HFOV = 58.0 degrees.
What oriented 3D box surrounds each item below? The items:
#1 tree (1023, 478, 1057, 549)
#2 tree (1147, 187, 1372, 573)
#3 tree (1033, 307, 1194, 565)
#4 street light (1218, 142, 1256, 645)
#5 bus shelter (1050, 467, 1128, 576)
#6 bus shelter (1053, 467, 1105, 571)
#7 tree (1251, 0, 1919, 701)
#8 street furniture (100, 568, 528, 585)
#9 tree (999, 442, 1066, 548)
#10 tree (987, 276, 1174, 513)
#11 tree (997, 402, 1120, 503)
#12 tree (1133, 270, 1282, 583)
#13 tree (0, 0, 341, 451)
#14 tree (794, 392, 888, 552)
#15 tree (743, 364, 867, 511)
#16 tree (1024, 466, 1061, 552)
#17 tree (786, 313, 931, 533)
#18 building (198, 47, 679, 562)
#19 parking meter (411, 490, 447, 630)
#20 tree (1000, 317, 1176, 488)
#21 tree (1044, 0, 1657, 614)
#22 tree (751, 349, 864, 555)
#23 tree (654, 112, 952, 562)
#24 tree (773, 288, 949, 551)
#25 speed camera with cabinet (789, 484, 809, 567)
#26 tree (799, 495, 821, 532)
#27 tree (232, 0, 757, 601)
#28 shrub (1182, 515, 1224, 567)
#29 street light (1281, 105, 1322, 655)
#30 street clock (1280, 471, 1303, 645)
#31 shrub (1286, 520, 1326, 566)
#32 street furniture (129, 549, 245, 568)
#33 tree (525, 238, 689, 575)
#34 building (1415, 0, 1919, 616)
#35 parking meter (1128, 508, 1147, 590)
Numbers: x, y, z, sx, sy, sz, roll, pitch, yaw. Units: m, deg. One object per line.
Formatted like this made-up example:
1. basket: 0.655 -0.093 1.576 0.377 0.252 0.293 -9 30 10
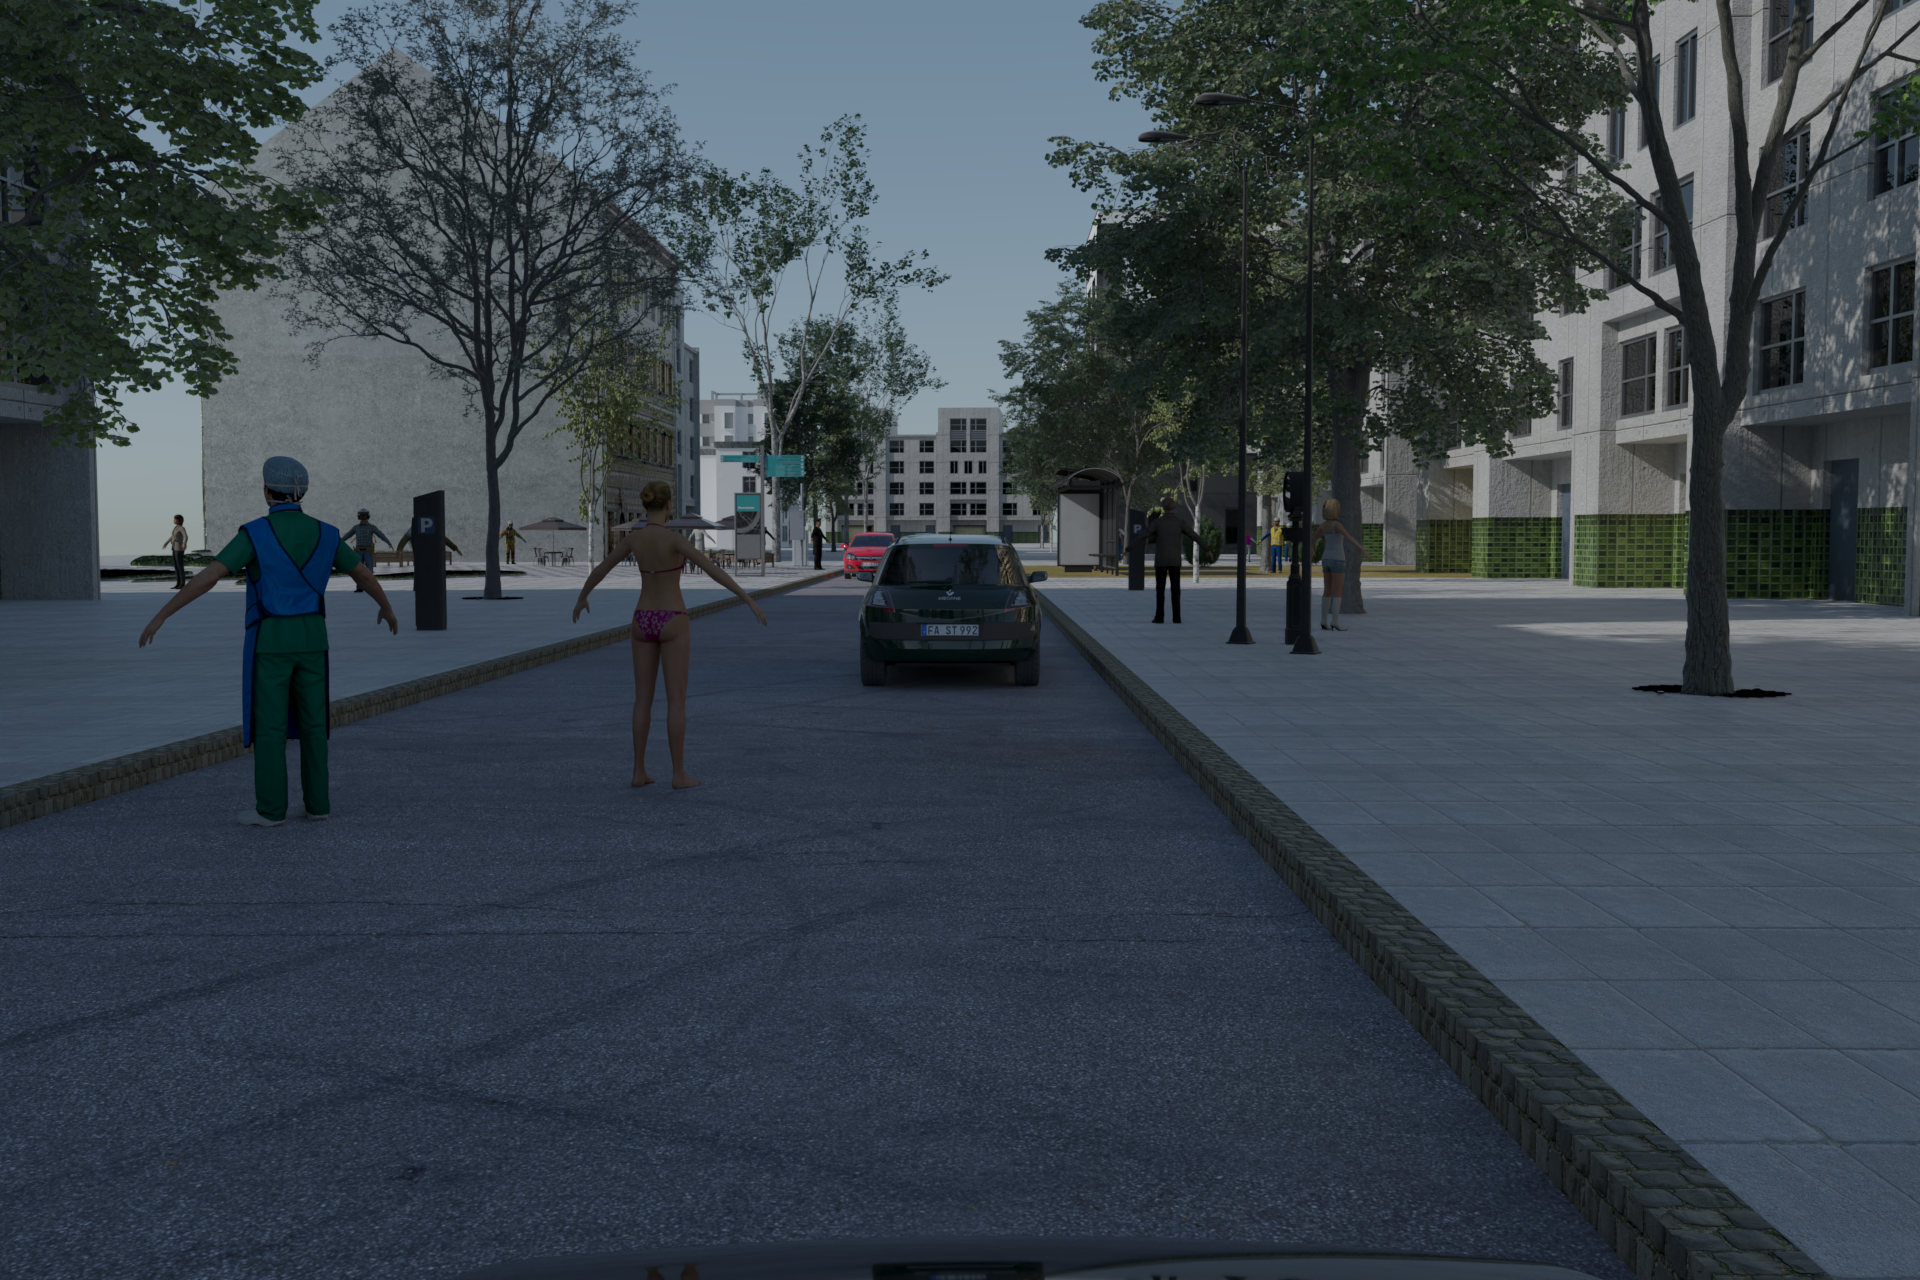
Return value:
1. tree: 7.263 -12.096 148.128 4.737 8.622 4.395 0 3 0
2. tree: 10.056 -8.536 57.683 7.486 12.596 7.792 0 3 0
3. tree: 6.811 -8.406 71.844 8.767 10.594 7.601 1 4 20
4. street light: 3.830 -2.909 20.095 1.470 5.913 1.316 0 4 0
5. bus shelter: 4.061 -3.755 55.324 2.014 3.302 5.546 0 4 -1
6. bus shelter: 4.383 -4.441 63.899 1.731 3.624 6.357 0 4 1
7. tree: 6.069 -5.379 13.702 9.928 11.665 9.643 0 3 0
8. street furniture: -28.162 -2.954 53.326 27.439 1.986 14.083 1 4 21
9. tree: 7.621 -14.168 157.404 9.928 11.665 9.643 0 3 0
10. tree: 6.444 -10.812 83.438 9.857 13.997 8.962 0 3 0
11. tree: 6.341 -10.482 105.787 8.767 10.594 7.601 0 4 6
12. tree: 6.322 -5.818 45.493 4.737 8.622 4.395 0 3 0
13. tree: -9.555 -5.915 14.833 7.486 12.596 7.792 0 3 0
14. tree: -8.907 -12.059 122.918 9.928 11.665 9.643 0 3 0
15. tree: -8.179 -9.716 93.263 7.601 10.594 8.767 -3 5 -43
16. tree: 6.508 -10.546 122.784 4.360 8.622 3.978 0 3 0
17. tree: -9.374 -17.975 149.776 12.611 20.169 13.585 0 3 0
18. building: -25.284 -15.708 87.756 19.493 23.208 18.063 0 4 1
19. parking meter: -7.085 -1.064 23.111 0.399 1.863 0.255 0 4 1
20. tree: 7.267 -11.270 94.636 12.009 13.543 11.850 0 3 0
21. tree: 6.120 -7.404 27.705 9.857 13.997 8.962 0 3 0
22. tree: -9.195 -11.503 106.195 7.486 12.596 7.792 0 3 0
23. tree: -7.147 -13.561 77.617 12.611 20.169 13.585 0 3 0
24. tree: -7.635 -16.968 133.308 12.611 20.169 13.585 0 3 0
25. speed camera with cabinet: -6.371 -4.541 68.580 0.660 3.252 2.038 0 3 0
26. tree: -21.411 -18.082 245.997 4.737 8.622 4.395 0 3 0
27. tree: -9.026 -7.537 33.598 12.009 13.543 11.850 0 3 0
28. shrub: 9.357 -3.836 66.767 1.661 2.075 1.752 0 3 0
29. street light: 4.249 -2.804 18.391 1.470 5.913 1.316 0 4 0
30. street clock: 3.886 -0.949 20.081 0.358 2.002 0.471 0 3 0
31. shrub: 14.065 -4.035 70.387 1.690 2.028 1.600 0 3 0
32. street furniture: -29.951 -3.356 70.494 5.734 0.657 10.072 0 4 -5
33. tree: -9.239 -5.742 44.245 4.737 8.622 4.395 0 3 0
34. building: 23.477 -10.735 41.972 16.747 18.905 31.486 0 4 1
35. parking meter: 4.041 -2.063 39.435 0.399 1.863 0.255 0 4 1
